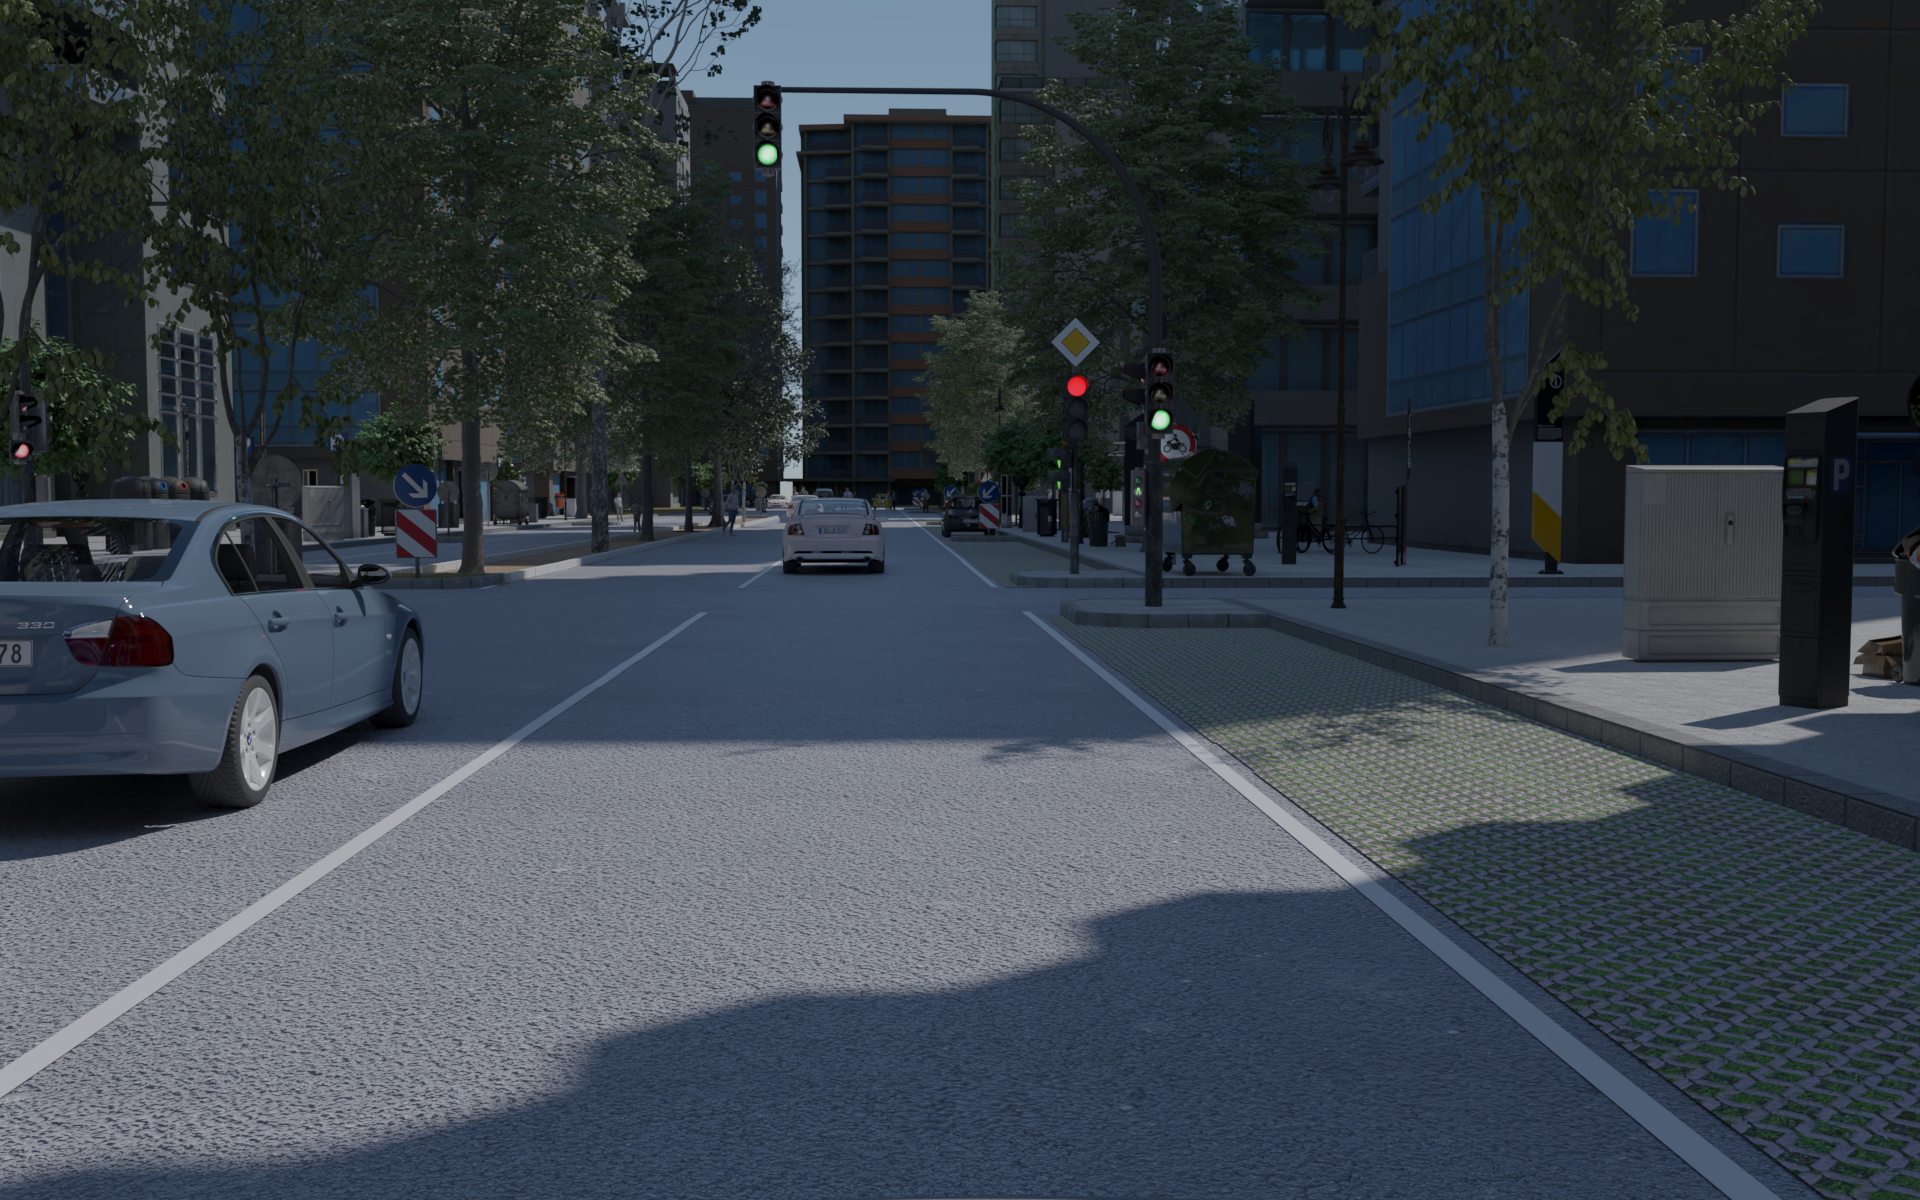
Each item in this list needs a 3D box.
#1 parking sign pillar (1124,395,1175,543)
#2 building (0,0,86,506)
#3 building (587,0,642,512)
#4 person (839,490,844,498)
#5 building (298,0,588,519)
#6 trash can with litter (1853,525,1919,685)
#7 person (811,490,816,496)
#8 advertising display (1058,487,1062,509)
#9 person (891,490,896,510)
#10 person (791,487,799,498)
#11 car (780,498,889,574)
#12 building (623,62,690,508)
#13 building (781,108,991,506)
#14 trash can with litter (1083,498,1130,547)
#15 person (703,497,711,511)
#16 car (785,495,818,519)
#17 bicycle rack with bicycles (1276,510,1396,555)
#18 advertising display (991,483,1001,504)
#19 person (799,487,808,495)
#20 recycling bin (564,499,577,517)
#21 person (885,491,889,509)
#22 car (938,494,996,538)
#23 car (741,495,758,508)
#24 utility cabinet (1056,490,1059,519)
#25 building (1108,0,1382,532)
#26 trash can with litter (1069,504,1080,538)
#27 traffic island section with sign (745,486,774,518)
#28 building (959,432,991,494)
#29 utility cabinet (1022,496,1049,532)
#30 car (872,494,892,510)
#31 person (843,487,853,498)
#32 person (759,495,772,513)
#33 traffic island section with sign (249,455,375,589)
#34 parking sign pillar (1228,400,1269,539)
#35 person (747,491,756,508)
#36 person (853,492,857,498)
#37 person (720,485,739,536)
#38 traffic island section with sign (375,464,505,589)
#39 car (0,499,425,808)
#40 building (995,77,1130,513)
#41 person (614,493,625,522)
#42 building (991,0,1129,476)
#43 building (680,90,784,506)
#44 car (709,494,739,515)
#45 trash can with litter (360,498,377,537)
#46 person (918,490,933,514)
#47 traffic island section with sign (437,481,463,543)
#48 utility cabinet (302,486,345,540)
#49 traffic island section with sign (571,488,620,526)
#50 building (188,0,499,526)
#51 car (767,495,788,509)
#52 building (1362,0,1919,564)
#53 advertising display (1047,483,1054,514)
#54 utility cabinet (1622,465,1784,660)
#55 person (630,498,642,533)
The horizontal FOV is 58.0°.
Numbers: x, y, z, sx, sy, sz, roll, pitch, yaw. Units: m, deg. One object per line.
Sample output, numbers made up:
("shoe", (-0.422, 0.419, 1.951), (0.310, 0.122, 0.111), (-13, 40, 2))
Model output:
("parking sign pillar", (5.032, -3.506, 45.803), (1.447, 3.967, 1.447), (1, 4, 17))
("building", (-33.610, -44.589, 41.702), (22.319, 86.520, 31.000), (0, 4, -3))
("building", (-36.920, -31.231, 130.242), (23.786, 49.044, 30.456), (0, 4, -3))
("person", (-10.135, -8.541, 148.161), (0.705, 1.821, 1.348), (1, 4, 13))
("building", (-31.254, -28.008, 108.038), (14.600, 45.320, 14.200), (0, 4, -3))
("trash can with litter", (6.508, -0.027, 11.828), (0.624, 1.170, 1.055), (0, 4, -5))
("person", (-12.632, -8.662, 150.134), (1.348, 1.824, 0.705), (2, 4, 34))
("advertising display", (4.598, -4.547, 79.564), (0.123, 1.923, 0.974), (0, 4, -1))
("person", (-5.821, -8.766, 151.816), (0.705, 1.826, 1.348), (1, 4, 8))
("person", (-8.684, -5.062, 91.363), (0.778, 1.811, 0.616), (-1, 4, -9))
("car", (-2.374, -1.241, 32.657), (2.083, 1.381, 4.827), (0, 4, -4))
("building", (-33.266, -29.555, 166.820), (14.086, 41.232, 14.154), (0, 4, -3))
("building", (-5.618, -33.336, 199.665), (28.867, 44.769, 22.147), (0, 4, -3))
("trash can with litter", (3.627, -1.893, 42.341), (1.055, 1.170, 0.624), (0, 4, 1))
("person", (-19.324, -7.526, 132.237), (0.721, 1.739, 1.217), (1, 4, 22))
("car", (-7.907, -4.652, 88.418), (2.083, 1.381, 4.827), (0, 4, -4))
("bicycle rack with bicycles", (7.945, -1.467, 37.365), (2.925, 0.926, 2.852), (-2, 4, -33))
("advertising display", (1.840, -4.505, 78.866), (0.974, 1.923, 0.123), (2, 4, 34))
("person", (-8.717, -5.460, 97.578), (0.655, 1.846, 0.447), (-2, 4, -30))
("recycling bin", (-21.628, -5.150, 96.755), (0.722, 1.027, 0.722), (2, 4, 24))
("person", (-6.789, -9.373, 162.671), (0.530, 1.710, 0.541), (0, 4, 8))
("car", (0.264, -2.959, 58.163), (2.009, 1.686, 4.222), (0, 4, -2))
("car", (-21.189, -9.967, 175.534), (1.945, 1.354, 3.894), (0, 4, -3))
("utility cabinet", (5.436, -4.807, 87.272), (1.173, 1.500, 0.318), (2, 4, 28))
("building", (18.284, -27.574, 70.436), (23.786, 49.044, 30.456), (0, 4, -3))
("trash can with litter", (3.600, -2.385, 50.388), (0.624, 1.170, 1.055), (3, 5, 44))
("traffic island section with sign", (-11.778, -5.744, 102.043), (2.006, 1.907, 1.989), (0, 4, -3))
("building", (11.767, -51.781, 159.297), (22.319, 86.520, 31.000), (0, 4, -3))
("utility cabinet", (2.530, -2.879, 58.226), (0.306, 1.237, 1.020), (-3, 4, -38))
("car", (-7.094, -9.127, 159.458), (2.015, 1.641, 3.980), (0, 4, -2))
("person", (-6.901, -5.940, 105.481), (0.709, 1.838, 0.599), (1, 4, 21))
("person", (-15.135, -7.667, 133.875), (0.705, 1.822, 1.348), (3, 5, 42))
("traffic island section with sign", (-7.969, -0.700, 19.585), (2.006, 1.907, 1.989), (0, 4, -3))
("parking sign pillar", (8.266, -3.782, 50.310), (1.447, 3.967, 1.447), (-1, 4, -20))
("person", (-20.742, -9.970, 172.220), (1.217, 1.735, 0.721), (2, 4, 29))
("person", (-10.887, -10.348, 179.163), (0.415, 1.643, 0.593), (1, 4, 13))
("person", (-7.982, -3.087, 59.640), (0.598, 1.740, 0.731), (1, 4, 12))
("traffic island section with sign", (-8.301, -1.153, 26.984), (2.006, 1.907, 1.989), (0, 4, -3))
("car", (-4.155, 0.175, 9.143), (2.014, 1.417, 4.499), (0, 4, -3))
("building", (9.394, -21.544, 123.943), (14.160, 30.474, 14.107), (0, 4, -3))
("person", (-17.669, -4.818, 89.867), (0.523, 1.515, 0.503), (1, 4, 19))
("building", (9.371, -27.776, 137.734), (14.154, 41.232, 14.086), (0, 4, -3))
("building", (-27.380, -33.366, 195.643), (14.200, 45.320, 14.600), (0, 4, -3))
("car", (-16.349, -6.616, 120.173), (2.014, 1.417, 4.499), (0, 4, -1))
("trash can with litter", (-17.848, -2.466, 51.699), (0.624, 1.170, 1.055), (-3, 5, -42))
("person", (-2.516, -7.212, 127.144), (1.217, 1.736, 0.721), (0, 4, 0))
("traffic island section with sign", (-15.332, -2.630, 51.635), (1.989, 1.847, 2.006), (0, 4, -3))
("utility cabinet", (-17.386, -2.363, 47.322), (0.318, 1.500, 1.173), (2, 4, 28))
("traffic island section with sign", (-16.597, -4.312, 79.132), (1.989, 1.847, 2.006), (0, 4, -3))
("building", (-28.125, -25.913, 73.788), (14.600, 45.320, 14.200), (0, 4, -3))
("car", (-17.802, -9.588, 169.125), (2.083, 1.381, 4.827), (0, 4, -3))
("building", (17.668, -23.672, 37.142), (14.200, 45.320, 14.600), (0, 4, -3))
("advertising display", (5.260, -5.837, 100.643), (0.123, 1.923, 0.974), (-1, 4, -15))
("utility cabinet", (5.731, -0.282, 13.282), (1.173, 1.500, 0.318), (0, 4, -4))
("person", (-11.530, -2.993, 61.700), (0.475, 1.303, 0.640), (0, 4, 1))
